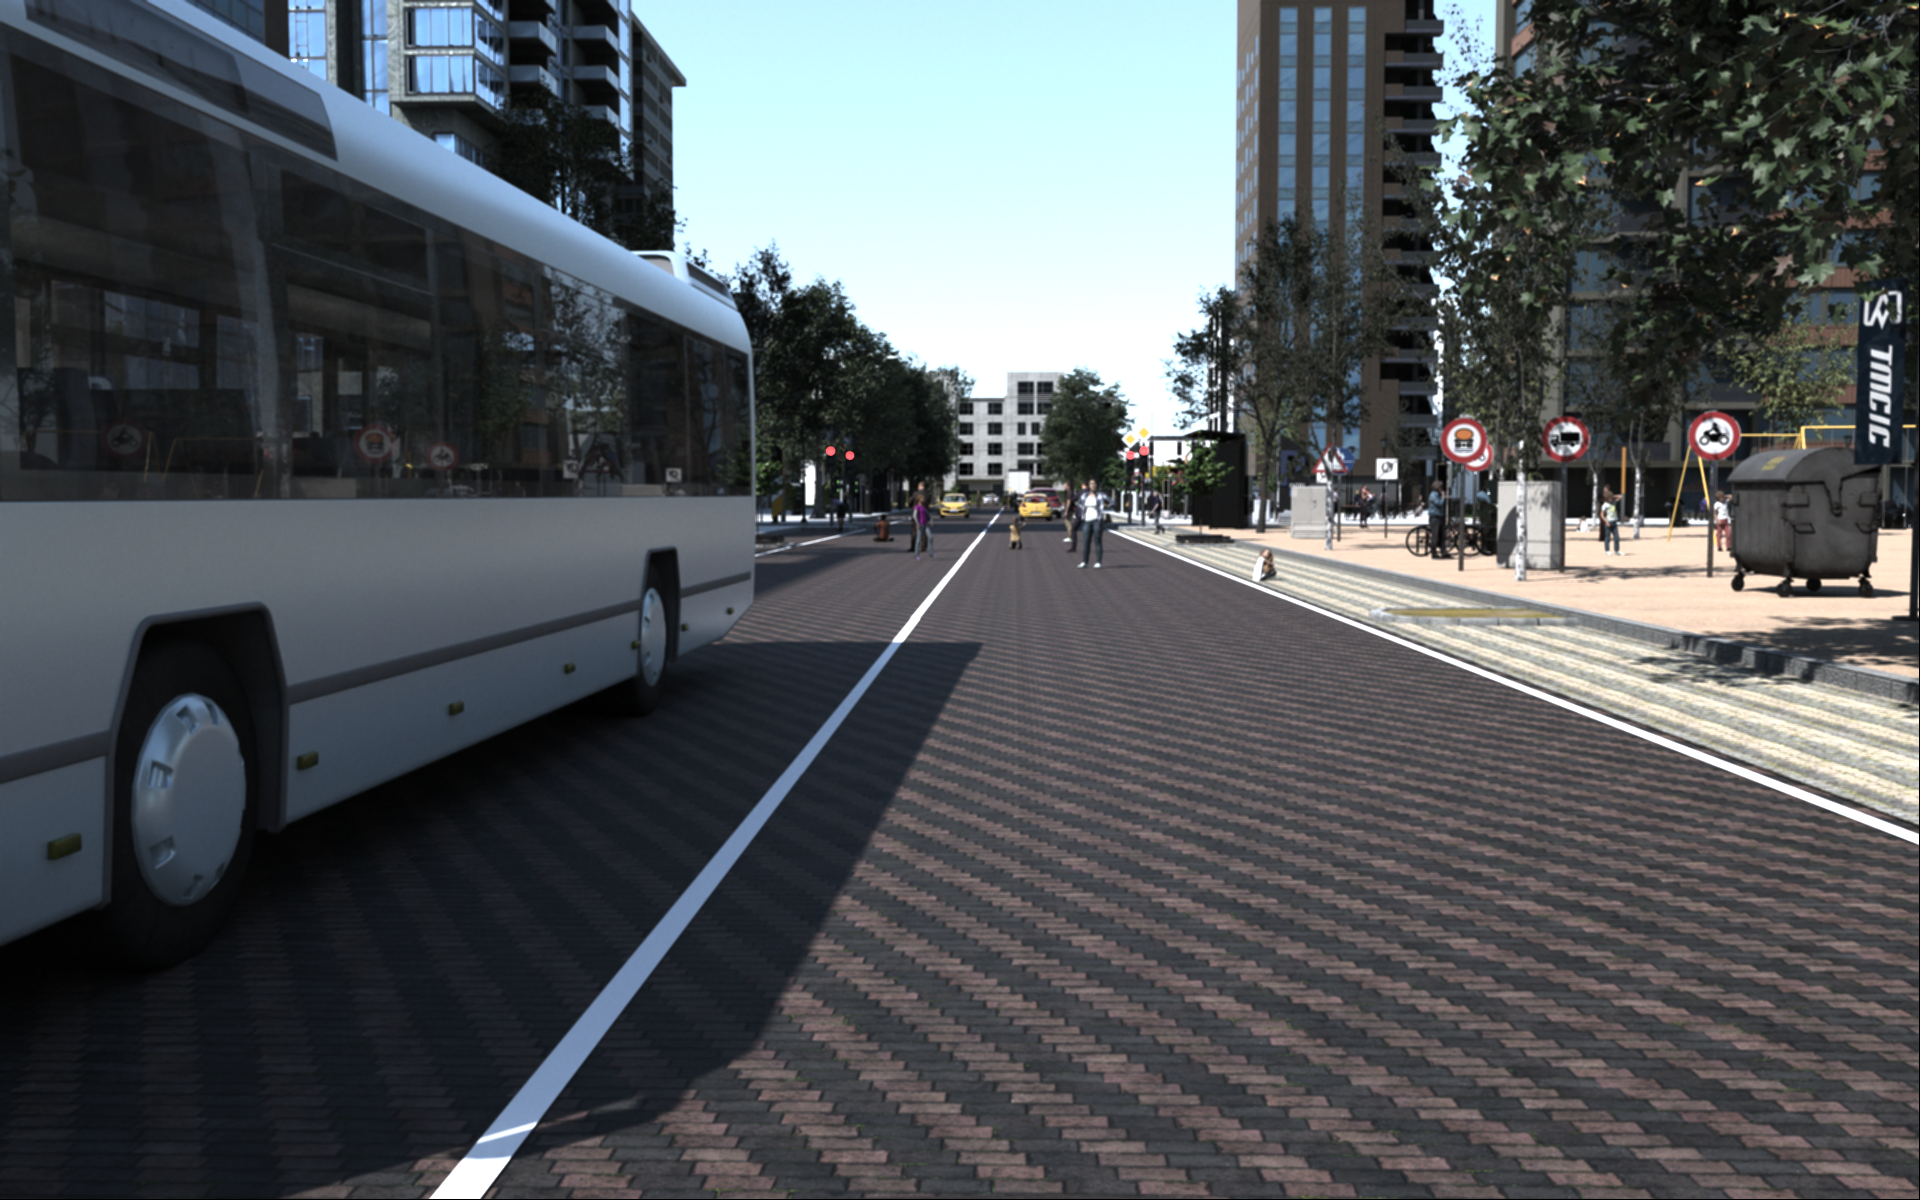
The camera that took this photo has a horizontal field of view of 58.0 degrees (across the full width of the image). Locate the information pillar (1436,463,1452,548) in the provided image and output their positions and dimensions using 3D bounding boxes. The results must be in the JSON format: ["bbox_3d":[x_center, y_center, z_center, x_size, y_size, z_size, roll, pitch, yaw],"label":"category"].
[{"bbox_3d":[11.604,-2.267,41.550,0.304,2.012,0.304,2,4,33],"label":"information pillar"}]

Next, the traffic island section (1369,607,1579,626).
[{"bbox_3d":[5.727,0.194,19.698,1.991,0.108,1.994,0,4,2],"label":"traffic island section"}]

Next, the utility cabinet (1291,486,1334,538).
[{"bbox_3d":[10.122,-2.514,49.775,1.173,1.500,0.318,2,4,25],"label":"utility cabinet"}]

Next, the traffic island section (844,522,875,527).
[{"bbox_3d":[-4.865,-3.335,76.801,2.009,0.180,2.903,0,4,2],"label":"traffic island section"}]

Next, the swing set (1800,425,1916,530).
[{"bbox_3d":[20.919,-2.570,39.636,3.119,2.851,2.862,1,4,17],"label":"swing set"}]

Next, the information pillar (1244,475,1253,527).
[{"bbox_3d":[11.159,-3.838,67.243,0.304,2.012,0.304,3,5,41],"label":"information pillar"}]

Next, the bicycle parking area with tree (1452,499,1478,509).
[{"bbox_3d":[39.048,-8.073,118.991,9.016,4.147,8.231,-1,4,-18],"label":"bicycle parking area with tree"}]

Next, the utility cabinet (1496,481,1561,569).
[{"bbox_3d":[9.737,-1.278,29.581,0.318,1.500,1.173,-2,4,-30],"label":"utility cabinet"}]

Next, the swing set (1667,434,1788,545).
[{"bbox_3d":[20.665,-2.915,45.279,3.119,2.851,2.862,0,4,-2],"label":"swing set"}]

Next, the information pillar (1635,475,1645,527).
[{"bbox_3d":[26.709,-3.887,68.047,0.304,2.012,0.304,2,4,35],"label":"information pillar"}]

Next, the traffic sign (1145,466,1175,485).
[{"bbox_3d":[14.321,-7.951,123.879,2.265,3.308,0.079,0,4,4],"label":"traffic sign"}]

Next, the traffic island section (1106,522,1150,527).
[{"bbox_3d":[7.510,-3.311,76.408,2.009,0.180,2.903,0,4,2],"label":"traffic island section"}]

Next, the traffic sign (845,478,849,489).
[{"bbox_3d":[-8.851,-8.281,135.494,0.768,2.556,0.104,0,4,7],"label":"traffic sign"}]

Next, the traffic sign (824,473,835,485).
[{"bbox_3d":[-7.584,-6.208,101.605,0.768,2.556,0.104,0,4,5],"label":"traffic sign"}]

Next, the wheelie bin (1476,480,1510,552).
[{"bbox_3d":[11.928,-1.875,38.563,0.980,1.594,0.693,-1,4,-12],"label":"wheelie bin"}]

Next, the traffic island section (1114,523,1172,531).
[{"bbox_3d":[7.259,-2.822,68.427,2.009,0.180,2.903,0,4,2],"label":"traffic island section"}]

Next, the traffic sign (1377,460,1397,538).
[{"bbox_3d":[12.372,-2.943,50.246,0.606,2.300,0.079,0,4,3],"label":"traffic sign"}]

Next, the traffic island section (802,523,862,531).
[{"bbox_3d":[-5.116,-2.846,68.820,2.009,0.180,2.903,0,4,2],"label":"traffic island section"}]

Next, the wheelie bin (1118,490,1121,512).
[{"bbox_3d":[11.712,-7.189,125.447,0.980,1.594,0.693,1,4,17],"label":"wheelie bin"}]

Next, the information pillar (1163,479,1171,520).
[{"bbox_3d":[10.367,-5.024,86.636,0.304,2.012,0.304,2,4,32],"label":"information pillar"}]

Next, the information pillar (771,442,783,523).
[{"bbox_3d":[-8.091,-5.205,76.449,0.504,3.616,0.183,-1,4,-11],"label":"information pillar"}]

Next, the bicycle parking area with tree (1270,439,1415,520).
[{"bbox_3d":[19.422,-6.299,89.999,8.231,4.147,9.016,1,4,14],"label":"bicycle parking area with tree"}]

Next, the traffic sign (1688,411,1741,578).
[{"bbox_3d":[11.517,-1.616,26.526,0.768,2.556,0.104,1,4,10],"label":"traffic sign"}]

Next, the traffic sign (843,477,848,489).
[{"bbox_3d":[-8.632,-7.894,129.071,0.884,2.594,0.081,0,4,8],"label":"traffic sign"}]

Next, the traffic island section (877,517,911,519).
[{"bbox_3d":[-3.773,-4.805,101.430,1.991,0.108,1.994,0,4,2],"label":"traffic island section"}]

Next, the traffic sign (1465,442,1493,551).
[{"bbox_3d":[11.661,-2.393,39.226,0.768,2.556,0.104,1,4,9],"label":"traffic sign"}]

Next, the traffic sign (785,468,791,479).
[{"bbox_3d":[-8.458,-5.054,82.738,0.768,2.556,0.104,1,4,11],"label":"traffic sign"}]

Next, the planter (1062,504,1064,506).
[{"bbox_3d":[11.566,-11.266,205.334,1.991,0.319,1.994,0,4,2],"label":"planter"}]

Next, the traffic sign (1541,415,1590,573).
[{"bbox_3d":[9.783,-1.710,28.070,0.768,2.556,0.104,0,4,8],"label":"traffic sign"}]

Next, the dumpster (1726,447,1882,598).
[{"bbox_3d":[10.748,-0.999,22.086,1.264,1.857,1.865,0,4,2],"label":"dumpster"}]

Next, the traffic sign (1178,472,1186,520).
[{"bbox_3d":[10.964,-5.146,84.243,0.768,2.556,0.104,1,4,10],"label":"traffic sign"}]

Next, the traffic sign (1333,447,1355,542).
[{"bbox_3d":[10.214,-2.844,46.611,0.768,2.556,0.104,1,4,9],"label":"traffic sign"}]

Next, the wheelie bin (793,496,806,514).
[{"bbox_3d":[-10.196,-6.167,108.734,0.980,1.594,0.693,-2,4,-24],"label":"wheelie bin"}]

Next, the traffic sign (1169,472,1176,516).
[{"bbox_3d":[12.348,-6.191,101.324,0.768,2.556,0.104,0,4,3],"label":"traffic sign"}]

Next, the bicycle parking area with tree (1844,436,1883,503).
[{"bbox_3d":[45.348,-5.901,83.486,9.016,4.147,8.231,-2,4,-28],"label":"bicycle parking area with tree"}]

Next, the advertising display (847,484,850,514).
[{"bbox_3d":[-7.076,-6.408,109.985,0.123,1.923,0.974,-1,4,-11],"label":"advertising display"}]

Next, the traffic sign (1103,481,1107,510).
[{"bbox_3d":[11.433,-8.144,135.283,0.606,2.300,0.079,0,4,4],"label":"traffic sign"}]

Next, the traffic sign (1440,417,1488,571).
[{"bbox_3d":[8.354,-1.755,28.797,0.768,2.556,0.104,0,4,6],"label":"traffic sign"}]

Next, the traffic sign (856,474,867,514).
[{"bbox_3d":[-6.237,-6.676,109.259,0.768,2.556,0.104,0,4,7],"label":"traffic sign"}]

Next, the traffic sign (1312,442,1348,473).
[{"bbox_3d":[9.174,-2.631,43.018,0.884,2.594,0.081,1,4,10],"label":"traffic sign"}]

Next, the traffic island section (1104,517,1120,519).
[{"bbox_3d":[8.295,-4.800,101.344,1.991,0.108,1.994,0,4,2],"label":"traffic island section"}]

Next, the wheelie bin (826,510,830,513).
[{"bbox_3d":[-9.788,-7.035,122.934,0.693,1.594,0.980,3,5,40],"label":"wheelie bin"}]

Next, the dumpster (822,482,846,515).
[{"bbox_3d":[-7.706,-6.219,104.168,1.502,2.255,1.985,0,4,2],"label":"dumpster"}]

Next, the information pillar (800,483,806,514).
[{"bbox_3d":[-10.113,-6.531,111.280,0.304,2.012,0.304,1,4,19],"label":"information pillar"}]

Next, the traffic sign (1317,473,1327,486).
[{"bbox_3d":[13.969,-3.931,66.393,0.606,2.300,0.079,0,4,5],"label":"traffic sign"}]

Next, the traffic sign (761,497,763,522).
[{"bbox_3d":[-8.992,-4.791,78.439,0.768,2.556,0.104,1,4,11],"label":"traffic sign"}]

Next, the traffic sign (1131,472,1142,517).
[{"bbox_3d":[10.153,-6.032,98.736,0.768,2.556,0.104,0,4,3],"label":"traffic sign"}]

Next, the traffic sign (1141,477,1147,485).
[{"bbox_3d":[12.671,-7.348,120.239,0.768,2.556,0.104,0,4,5],"label":"traffic sign"}]

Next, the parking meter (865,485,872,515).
[{"bbox_3d":[-5.647,-6.189,106.905,0.399,1.863,0.255,2,4,30],"label":"parking meter"}]
